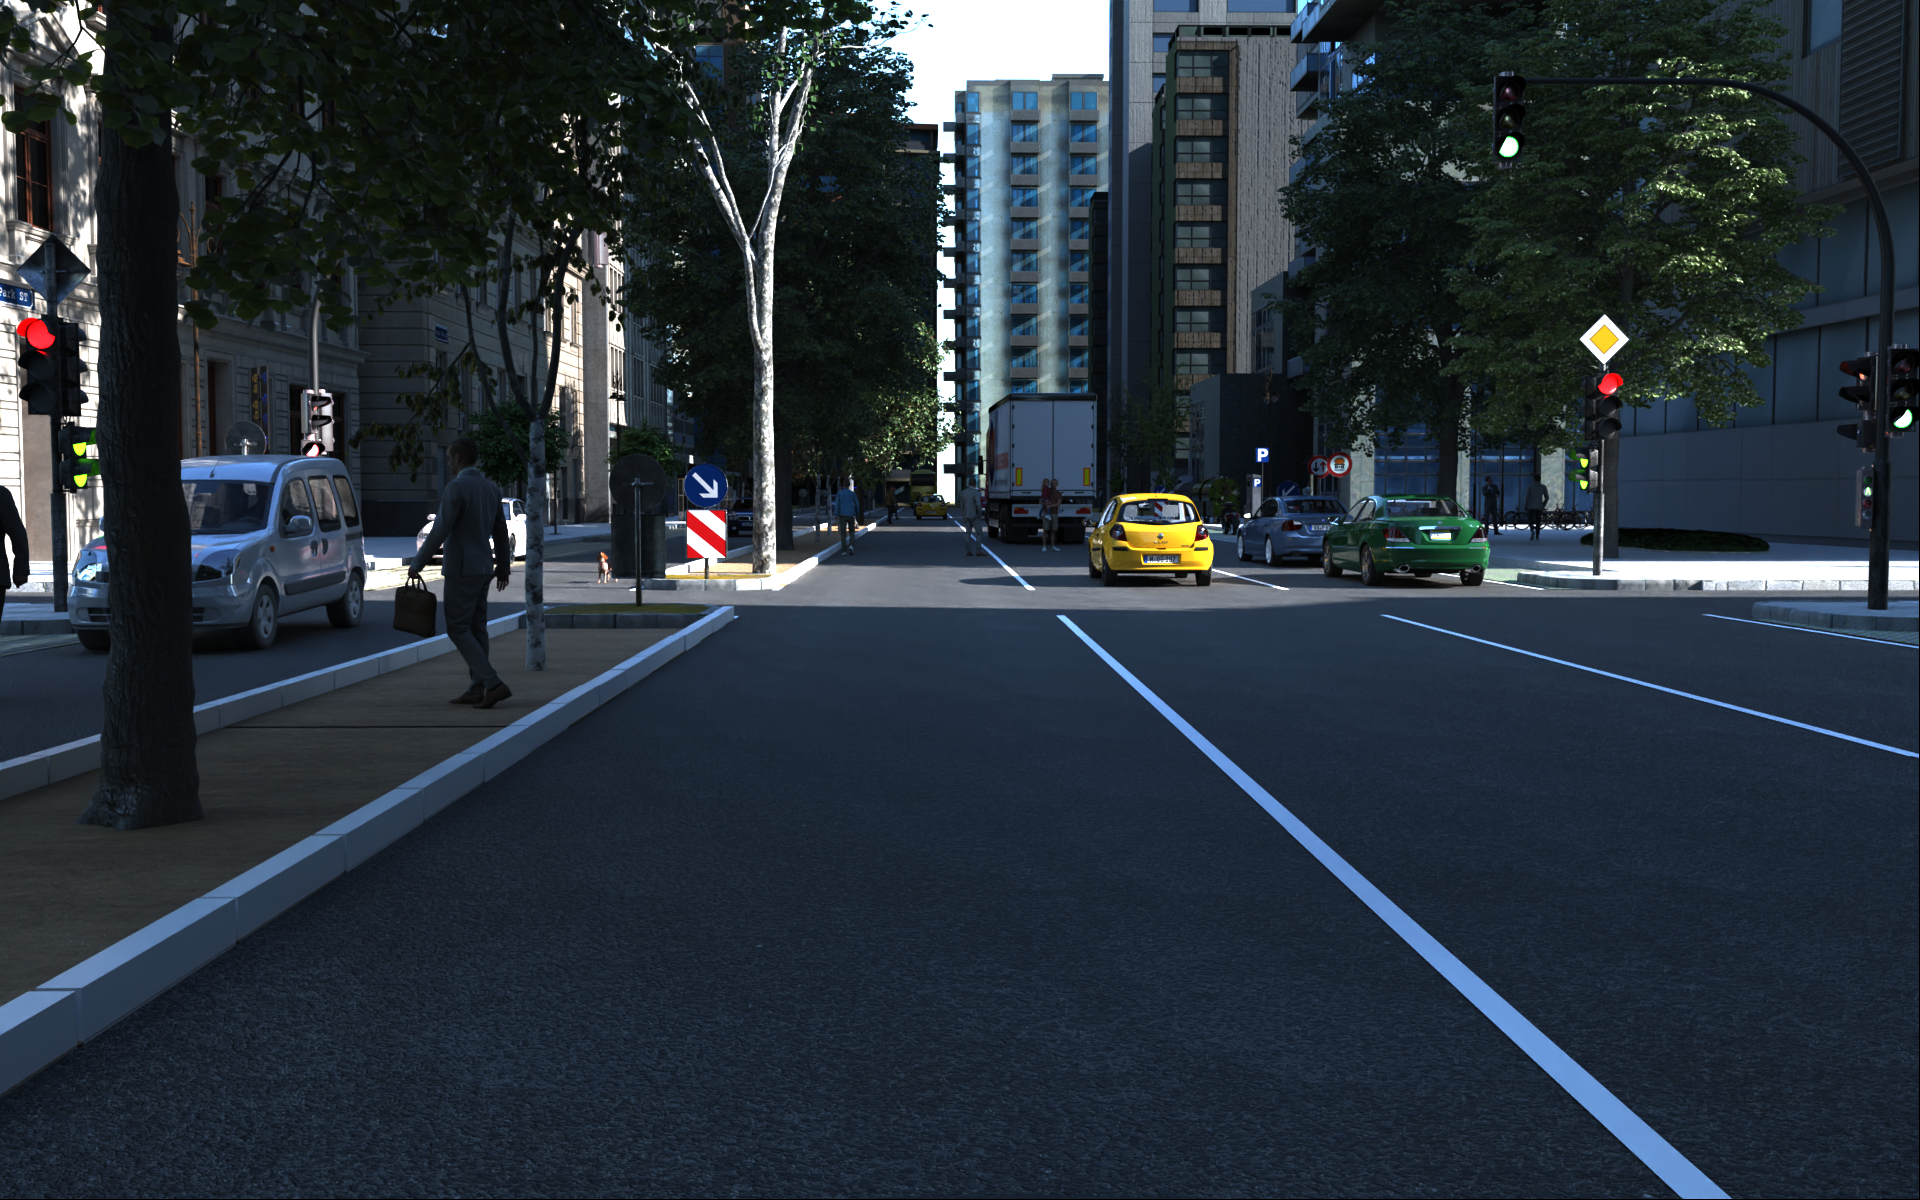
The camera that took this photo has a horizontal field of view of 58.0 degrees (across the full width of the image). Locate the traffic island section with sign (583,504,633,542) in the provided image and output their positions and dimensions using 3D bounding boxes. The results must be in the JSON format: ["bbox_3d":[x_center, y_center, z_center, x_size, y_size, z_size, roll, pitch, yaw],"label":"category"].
[{"bbox_3d":[-10.158,-2.655,52.034,1.989,1.847,2.006,0,4,-1],"label":"traffic island section with sign"}]

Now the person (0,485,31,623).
[{"bbox_3d":[-6.724,-0.176,11.772,0.661,1.777,0.834,-1,4,-13],"label":"person"}]

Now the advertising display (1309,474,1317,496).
[{"bbox_3d":[11.332,-3.081,55.588,0.123,1.923,0.974,0,4,4],"label":"advertising display"}]

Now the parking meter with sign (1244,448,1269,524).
[{"bbox_3d":[11.241,-4.267,66.020,0.543,3.016,1.738,-1,4,-9],"label":"parking meter with sign"}]

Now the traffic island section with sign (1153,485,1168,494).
[{"bbox_3d":[9.013,-4.339,79.578,1.989,1.847,2.006,0,4,-1],"label":"traffic island section with sign"}]

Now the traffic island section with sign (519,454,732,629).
[{"bbox_3d":[-3.682,-0.680,19.250,2.006,1.907,1.989,0,4,-1],"label":"traffic island section with sign"}]

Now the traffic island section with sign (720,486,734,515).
[{"bbox_3d":[-10.716,-4.350,79.755,1.989,1.847,2.006,0,4,-1],"label":"traffic island section with sign"}]

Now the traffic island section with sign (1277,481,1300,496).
[{"bbox_3d":[9.567,-2.645,51.867,1.989,1.847,2.006,0,4,-1],"label":"traffic island section with sign"}]

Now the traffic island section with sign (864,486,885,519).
[{"bbox_3d":[-5.337,-5.727,101.780,2.006,1.907,1.989,0,4,-1],"label":"traffic island section with sign"}]

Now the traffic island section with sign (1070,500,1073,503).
[{"bbox_3d":[8.024,-7.377,129.238,1.989,1.847,2.006,0,4,-1],"label":"traffic island section with sign"}]

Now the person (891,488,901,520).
[{"bbox_3d":[-3.668,-5.378,96.532,0.767,1.812,0.694,0,4,1],"label":"person"}]

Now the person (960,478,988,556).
[{"bbox_3d":[0.289,-1.926,40.093,0.635,1.810,0.391,2,4,31],"label":"person"}]

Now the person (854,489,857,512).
[{"bbox_3d":[-6.623,-6.157,109.879,1.217,1.743,0.721,1,4,22],"label":"person"}]

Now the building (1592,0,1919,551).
[{"bbox_3d":[33.795,-27.731,42.636,27.495,52.752,28.713,0,4,-1],"label":"building"}]

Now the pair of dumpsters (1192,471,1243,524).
[{"bbox_3d":[11.187,-4.450,75.252,1.574,2.255,4.437,0,4,-1],"label":"pair of dumpsters"}]

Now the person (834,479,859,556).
[{"bbox_3d":[-2.632,-1.923,40.283,0.601,1.785,0.444,-1,4,-8],"label":"person"}]

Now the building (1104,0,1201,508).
[{"bbox_3d":[23.061,-36.941,145.978,21.231,58.520,28.212,0,4,-1],"label":"building"}]

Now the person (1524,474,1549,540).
[{"bbox_3d":[16.030,-2.585,48.149,0.661,1.843,0.795,1,4,10],"label":"person"}]

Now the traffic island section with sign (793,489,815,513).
[{"bbox_3d":[-11.716,-7.401,129.628,1.989,1.847,2.006,0,4,-1],"label":"traffic island section with sign"}]

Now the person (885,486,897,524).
[{"bbox_3d":[-3.311,-4.557,82.912,0.656,1.842,0.836,1,4,16],"label":"person"}]

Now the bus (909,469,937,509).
[{"bbox_3d":[-3.672,-11.059,172.361,2.896,3.916,12.252,0,4,-1],"label":"bus"}]

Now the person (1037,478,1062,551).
[{"bbox_3d":[2.227,-2.133,43.344,0.573,1.828,0.580,2,4,35],"label":"person"}]

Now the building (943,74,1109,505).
[{"bbox_3d":[13.232,-35.512,200.235,30.456,49.044,23.786,0,4,-1],"label":"building"}]

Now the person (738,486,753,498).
[{"bbox_3d":[-14.104,-6.634,114.526,1.348,1.823,0.705,1,4,11],"label":"person"}]

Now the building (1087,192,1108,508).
[{"bbox_3d":[19.229,-24.231,167.882,14.160,30.474,14.107,0,4,-1],"label":"building"}]

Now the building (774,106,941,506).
[{"bbox_3d":[-16.718,-33.269,198.564,28.867,44.769,22.147,0,4,-1],"label":"building"}]

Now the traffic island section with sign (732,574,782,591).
[{"bbox_3d":[-3.821,-1.133,26.656,2.006,1.907,1.989,0,4,-1],"label":"traffic island section with sign"}]

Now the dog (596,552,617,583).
[{"bbox_3d":[-5.706,-0.533,27.996,0.406,0.507,0.540,-2,4,-28],"label":"dog"}]

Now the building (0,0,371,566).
[{"bbox_3d":[-22.089,-12.431,39.403,11.583,22.565,21.152,0,4,-1],"label":"building"}]

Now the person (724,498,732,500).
[{"bbox_3d":[-10.866,-4.443,81.499,0.624,1.780,0.694,-2,4,-33],"label":"person"}]

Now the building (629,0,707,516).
[{"bbox_3d":[-27.263,-41.117,110.515,20.563,71.187,20.611,0,4,-1],"label":"building"}]

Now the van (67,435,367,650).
[{"bbox_3d":[-7.263,-0.625,17.226,2.013,2.044,4.112,0,4,-2],"label":"van"}]

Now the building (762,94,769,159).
[{"bbox_3d":[-25.537,-29.584,167.292,14.086,41.232,14.154,0,4,-1],"label":"building"}]

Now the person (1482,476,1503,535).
[{"bbox_3d":[16.736,-2.972,54.444,0.655,1.846,0.447,0,4,-5],"label":"person"}]

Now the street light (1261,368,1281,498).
[{"bbox_3d":[11.411,-5.564,63.765,0.468,5.910,1.993,0,4,-1],"label":"street light"}]

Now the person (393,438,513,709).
[{"bbox_3d":[-3.344,-0.187,11.679,0.853,1.813,0.709,1,4,18],"label":"person"}]

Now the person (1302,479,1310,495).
[{"bbox_3d":[11.940,-3.230,59.042,0.511,1.800,0.466,-2,4,-28],"label":"person"}]

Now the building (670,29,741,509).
[{"bbox_3d":[-33.801,-27.033,133.863,32.217,40.220,23.993,0,4,-1],"label":"building"}]

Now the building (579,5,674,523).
[{"bbox_3d":[-21.721,-16.367,85.626,12.078,24.808,19.932,0,4,-1],"label":"building"}]

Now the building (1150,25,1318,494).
[{"bbox_3d":[19.802,-20.743,110.855,14.160,30.474,14.107,0,4,-1],"label":"building"}]

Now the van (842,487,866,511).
[{"bbox_3d":[-8.735,-8.413,141.942,2.240,2.365,5.245,0,3,0],"label":"van"}]

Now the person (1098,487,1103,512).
[{"bbox_3d":[10.025,-7.200,123.839,0.705,1.814,1.350,0,4,6],"label":"person"}]

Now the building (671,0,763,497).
[{"bbox_3d":[-24.989,-30.755,152.948,14.600,45.320,14.200,0,4,-1],"label":"building"}]

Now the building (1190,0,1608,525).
[{"bbox_3d":[25.122,-47.257,85.331,22.319,86.520,31.000,0,4,-1],"label":"building"}]

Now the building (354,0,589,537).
[{"bbox_3d":[-21.811,-16.257,63.066,12.463,27.353,25.104,0,4,-1],"label":"building"}]

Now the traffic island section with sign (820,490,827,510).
[{"bbox_3d":[-12.250,-9.049,156.578,1.989,1.847,2.006,0,4,-1],"label":"traffic island section with sign"}]
